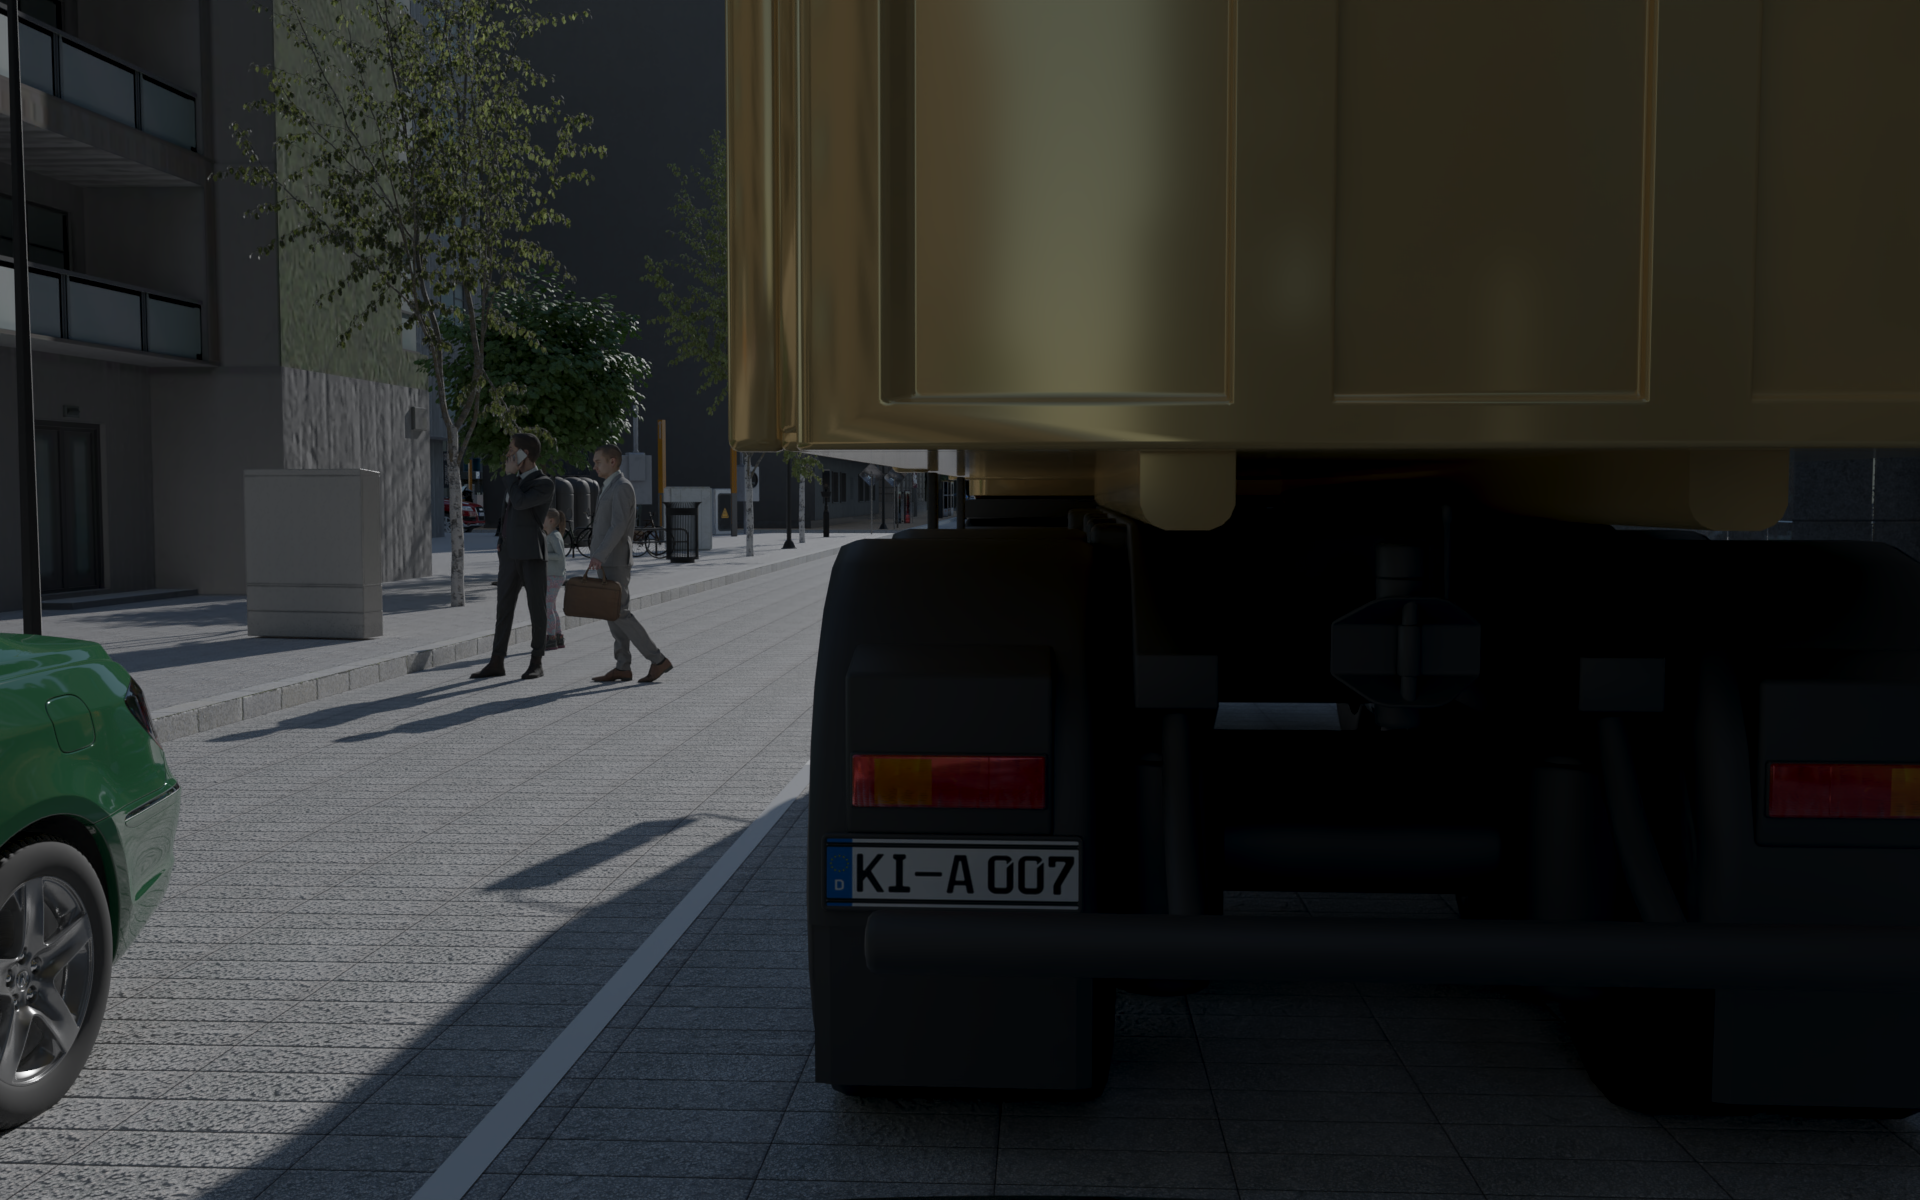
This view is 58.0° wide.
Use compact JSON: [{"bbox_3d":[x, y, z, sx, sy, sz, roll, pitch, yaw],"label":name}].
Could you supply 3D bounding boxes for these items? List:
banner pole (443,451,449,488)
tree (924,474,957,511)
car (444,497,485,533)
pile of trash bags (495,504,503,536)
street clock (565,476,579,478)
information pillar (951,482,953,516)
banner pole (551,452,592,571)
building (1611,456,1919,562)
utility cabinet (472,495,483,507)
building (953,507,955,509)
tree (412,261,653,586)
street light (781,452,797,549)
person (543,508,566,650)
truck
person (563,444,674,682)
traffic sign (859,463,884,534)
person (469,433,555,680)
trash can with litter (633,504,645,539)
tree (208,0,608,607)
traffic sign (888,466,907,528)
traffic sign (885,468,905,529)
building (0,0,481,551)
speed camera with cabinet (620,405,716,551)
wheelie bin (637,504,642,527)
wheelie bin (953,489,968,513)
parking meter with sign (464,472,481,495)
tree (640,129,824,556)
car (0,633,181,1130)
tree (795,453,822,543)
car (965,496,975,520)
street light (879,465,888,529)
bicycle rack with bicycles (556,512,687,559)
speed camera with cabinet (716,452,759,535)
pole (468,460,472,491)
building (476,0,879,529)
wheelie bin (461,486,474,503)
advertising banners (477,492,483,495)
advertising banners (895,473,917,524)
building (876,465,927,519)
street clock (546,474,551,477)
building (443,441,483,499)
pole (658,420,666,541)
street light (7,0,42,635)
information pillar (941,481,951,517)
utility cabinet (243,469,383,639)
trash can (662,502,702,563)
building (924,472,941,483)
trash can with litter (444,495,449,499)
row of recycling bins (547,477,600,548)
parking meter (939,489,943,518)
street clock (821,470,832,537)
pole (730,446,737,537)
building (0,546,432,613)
[{"bbox_3d":[-26.352,-6.071,89.279,0.401,3.779,0.863,2,4,26],"label":"banner pole"},{"bbox_3d":[-0.076,-13.169,132.317,9.611,12.733,9.660,0,3,0],"label":"tree"},{"bbox_3d":[-18.991,-3.102,59.398,5.304,1.827,2.281,0,4,2],"label":"car"},{"bbox_3d":[-12.658,-2.678,53.542,1.912,1.369,3.447,2,4,26],"label":"pile of trash bags"},{"bbox_3d":[-12.543,-3.148,56.034,0.358,2.002,0.471,1,4,18],"label":"street clock"},{"bbox_3d":[-0.586,-5.977,102.221,0.304,2.012,0.304,2,4,27],"label":"information pillar"},{"bbox_3d":[-6.561,-2.376,28.857,0.863,3.779,0.401,0,4,5],"label":"banner pole"},{"bbox_3d":[11.725,-12.337,19.727,12.078,24.808,19.932,0,4,3],"label":"building"},{"bbox_3d":[-33.020,-6.605,119.145,1.020,1.237,0.306,0,4,4],"label":"utility cabinet"},{"bbox_3d":[-9.993,-30.471,152.817,22.147,44.769,28.867,0,4,3],"label":"building"},{"bbox_3d":[-6.010,-2.496,24.531,4.285,4.588,4.351,0,3,0],"label":"tree"},{"bbox_3d":[-3.474,-4.154,40.452,1.470,5.913,1.316,0,4,3],"label":"street light"},{"bbox_3d":[-3.790,-0.197,15.995,0.394,1.301,0.425,-3,5,-42],"label":"person"},{"bbox_3d":[1.167,-0.719,7.674,3.469,3.379,9.791,0,4,4],"label":"truck"},{"bbox_3d":[-2.639,-0.280,13.202,0.853,1.813,0.709,-2,4,-24],"label":"person"},{"bbox_3d":[-2.810,-3.145,55.058,0.795,2.450,0.064,0,4,3],"label":"traffic sign"},{"bbox_3d":[-3.442,-0.341,13.443,0.648,1.900,0.474,2,4,34],"label":"person"},{"bbox_3d":[-8.981,-2.221,47.698,0.624,1.170,1.055,-3,5,-43],"label":"trash can with litter"},{"bbox_3d":[-5.814,-4.218,19.323,4.360,8.622,3.978,0,3,0],"label":"tree"},{"bbox_3d":[-2.363,-3.995,65.431,0.768,2.556,0.104,1,4,12],"label":"traffic sign"},{"bbox_3d":[-2.389,-3.632,63.032,0.795,2.450,0.064,0,4,3],"label":"traffic sign"},{"bbox_3d":[-21.524,-22.264,47.606,14.086,41.232,14.154,0,4,3],"label":"building"},{"bbox_3d":[-6.672,-2.739,39.124,2.038,3.252,0.660,-1,4,-23],"label":"speed camera with cabinet"},{"bbox_3d":[-9.891,-2.689,51.880,0.693,1.594,0.980,1,4,12],"label":"wheelie bin"},{"bbox_3d":[0.044,-6.575,115.406,0.980,1.594,0.693,0,4,-1],"label":"wheelie bin"},{"bbox_3d":[-37.796,-8.387,133.383,0.543,3.016,1.738,3,5,42],"label":"parking meter with sign"},{"bbox_3d":[-4.333,-5.188,35.180,4.737,8.622,4.395,0,3,0],"label":"tree"},{"bbox_3d":[-3.083,0.559,2.656,2.131,1.459,4.920,0,4,3],"label":"car"},{"bbox_3d":[-3.917,-5.805,45.282,4.360,8.622,3.978,0,3,0],"label":"tree"},{"bbox_3d":[1.204,-5.303,99.070,2.083,1.381,4.827,0,4,2],"label":"car"},{"bbox_3d":[-2.247,-5.523,62.842,1.470,5.913,1.316,0,4,3],"label":"street light"},{"bbox_3d":[-6.790,-1.297,34.581,2.925,0.926,2.852,-2,4,-29],"label":"bicycle rack with bicycles"},{"bbox_3d":[-7.227,-3.689,54.650,0.660,3.252,2.038,3,4,36],"label":"speed camera with cabinet"},{"bbox_3d":[-29.008,-6.653,102.621,0.158,3.312,0.155,0,3,0],"label":"pole"},{"bbox_3d":[-10.220,-17.250,75.547,14.314,27.812,24.014,0,4,3],"label":"building"},{"bbox_3d":[-20.530,-3.905,71.762,0.693,1.594,0.980,-2,4,-29],"label":"wheelie bin"},{"bbox_3d":[-37.084,-8.485,134.918,2.074,3.025,0.090,3,5,44],"label":"advertising banners"},{"bbox_3d":[-2.326,-4.853,75.541,0.090,3.025,2.074,2,4,29],"label":"advertising banners"},{"bbox_3d":[-7.231,-14.230,97.295,10.561,19.102,19.286,0,4,3],"label":"building"},{"bbox_3d":[-14.871,-3.563,62.826,0.358,2.002,0.471,2,4,33],"label":"street clock"},{"bbox_3d":[-53.128,-35.558,205.075,21.600,48.544,21.300,0,4,3],"label":"building"},{"bbox_3d":[-8.196,-3.291,47.650,0.158,3.312,0.155,0,3,0],"label":"pole"},{"bbox_3d":[-5.066,-2.308,10.282,1.470,5.913,1.316,0,4,3],"label":"street light"},{"bbox_3d":[-0.861,-5.647,96.812,0.304,2.012,0.304,-2,4,-25],"label":"information pillar"},{"bbox_3d":[-5.736,-0.410,15.382,1.173,1.500,0.318,1,4,14],"label":"utility cabinet"},{"bbox_3d":[-5.190,-1.267,32.361,0.748,1.137,0.748,0,3,0],"label":"trash can"},{"bbox_3d":[-9.665,-15.241,116.635,16.820,18.784,16.811,0,4,3],"label":"building"},{"bbox_3d":[-26.170,-4.664,87.318,2.233,1.210,1.678,2,4,28],"label":"trash can with litter"},{"bbox_3d":[-9.589,-2.118,41.746,1.069,1.692,3.534,1,4,11],"label":"row of recycling bins"},{"bbox_3d":[-1.094,-5.078,91.440,0.372,1.533,0.369,0,3,0],"label":"parking meter"},{"bbox_3d":[-3.977,-2.868,51.461,0.358,2.002,0.471,0,4,-4],"label":"street clock"},{"bbox_3d":[-6.825,-3.570,52.221,0.158,3.312,0.155,0,3,0],"label":"pole"},{"bbox_3d":[-15.609,-20.534,19.331,14.154,41.232,14.086,0,4,3],"label":"building"}]
